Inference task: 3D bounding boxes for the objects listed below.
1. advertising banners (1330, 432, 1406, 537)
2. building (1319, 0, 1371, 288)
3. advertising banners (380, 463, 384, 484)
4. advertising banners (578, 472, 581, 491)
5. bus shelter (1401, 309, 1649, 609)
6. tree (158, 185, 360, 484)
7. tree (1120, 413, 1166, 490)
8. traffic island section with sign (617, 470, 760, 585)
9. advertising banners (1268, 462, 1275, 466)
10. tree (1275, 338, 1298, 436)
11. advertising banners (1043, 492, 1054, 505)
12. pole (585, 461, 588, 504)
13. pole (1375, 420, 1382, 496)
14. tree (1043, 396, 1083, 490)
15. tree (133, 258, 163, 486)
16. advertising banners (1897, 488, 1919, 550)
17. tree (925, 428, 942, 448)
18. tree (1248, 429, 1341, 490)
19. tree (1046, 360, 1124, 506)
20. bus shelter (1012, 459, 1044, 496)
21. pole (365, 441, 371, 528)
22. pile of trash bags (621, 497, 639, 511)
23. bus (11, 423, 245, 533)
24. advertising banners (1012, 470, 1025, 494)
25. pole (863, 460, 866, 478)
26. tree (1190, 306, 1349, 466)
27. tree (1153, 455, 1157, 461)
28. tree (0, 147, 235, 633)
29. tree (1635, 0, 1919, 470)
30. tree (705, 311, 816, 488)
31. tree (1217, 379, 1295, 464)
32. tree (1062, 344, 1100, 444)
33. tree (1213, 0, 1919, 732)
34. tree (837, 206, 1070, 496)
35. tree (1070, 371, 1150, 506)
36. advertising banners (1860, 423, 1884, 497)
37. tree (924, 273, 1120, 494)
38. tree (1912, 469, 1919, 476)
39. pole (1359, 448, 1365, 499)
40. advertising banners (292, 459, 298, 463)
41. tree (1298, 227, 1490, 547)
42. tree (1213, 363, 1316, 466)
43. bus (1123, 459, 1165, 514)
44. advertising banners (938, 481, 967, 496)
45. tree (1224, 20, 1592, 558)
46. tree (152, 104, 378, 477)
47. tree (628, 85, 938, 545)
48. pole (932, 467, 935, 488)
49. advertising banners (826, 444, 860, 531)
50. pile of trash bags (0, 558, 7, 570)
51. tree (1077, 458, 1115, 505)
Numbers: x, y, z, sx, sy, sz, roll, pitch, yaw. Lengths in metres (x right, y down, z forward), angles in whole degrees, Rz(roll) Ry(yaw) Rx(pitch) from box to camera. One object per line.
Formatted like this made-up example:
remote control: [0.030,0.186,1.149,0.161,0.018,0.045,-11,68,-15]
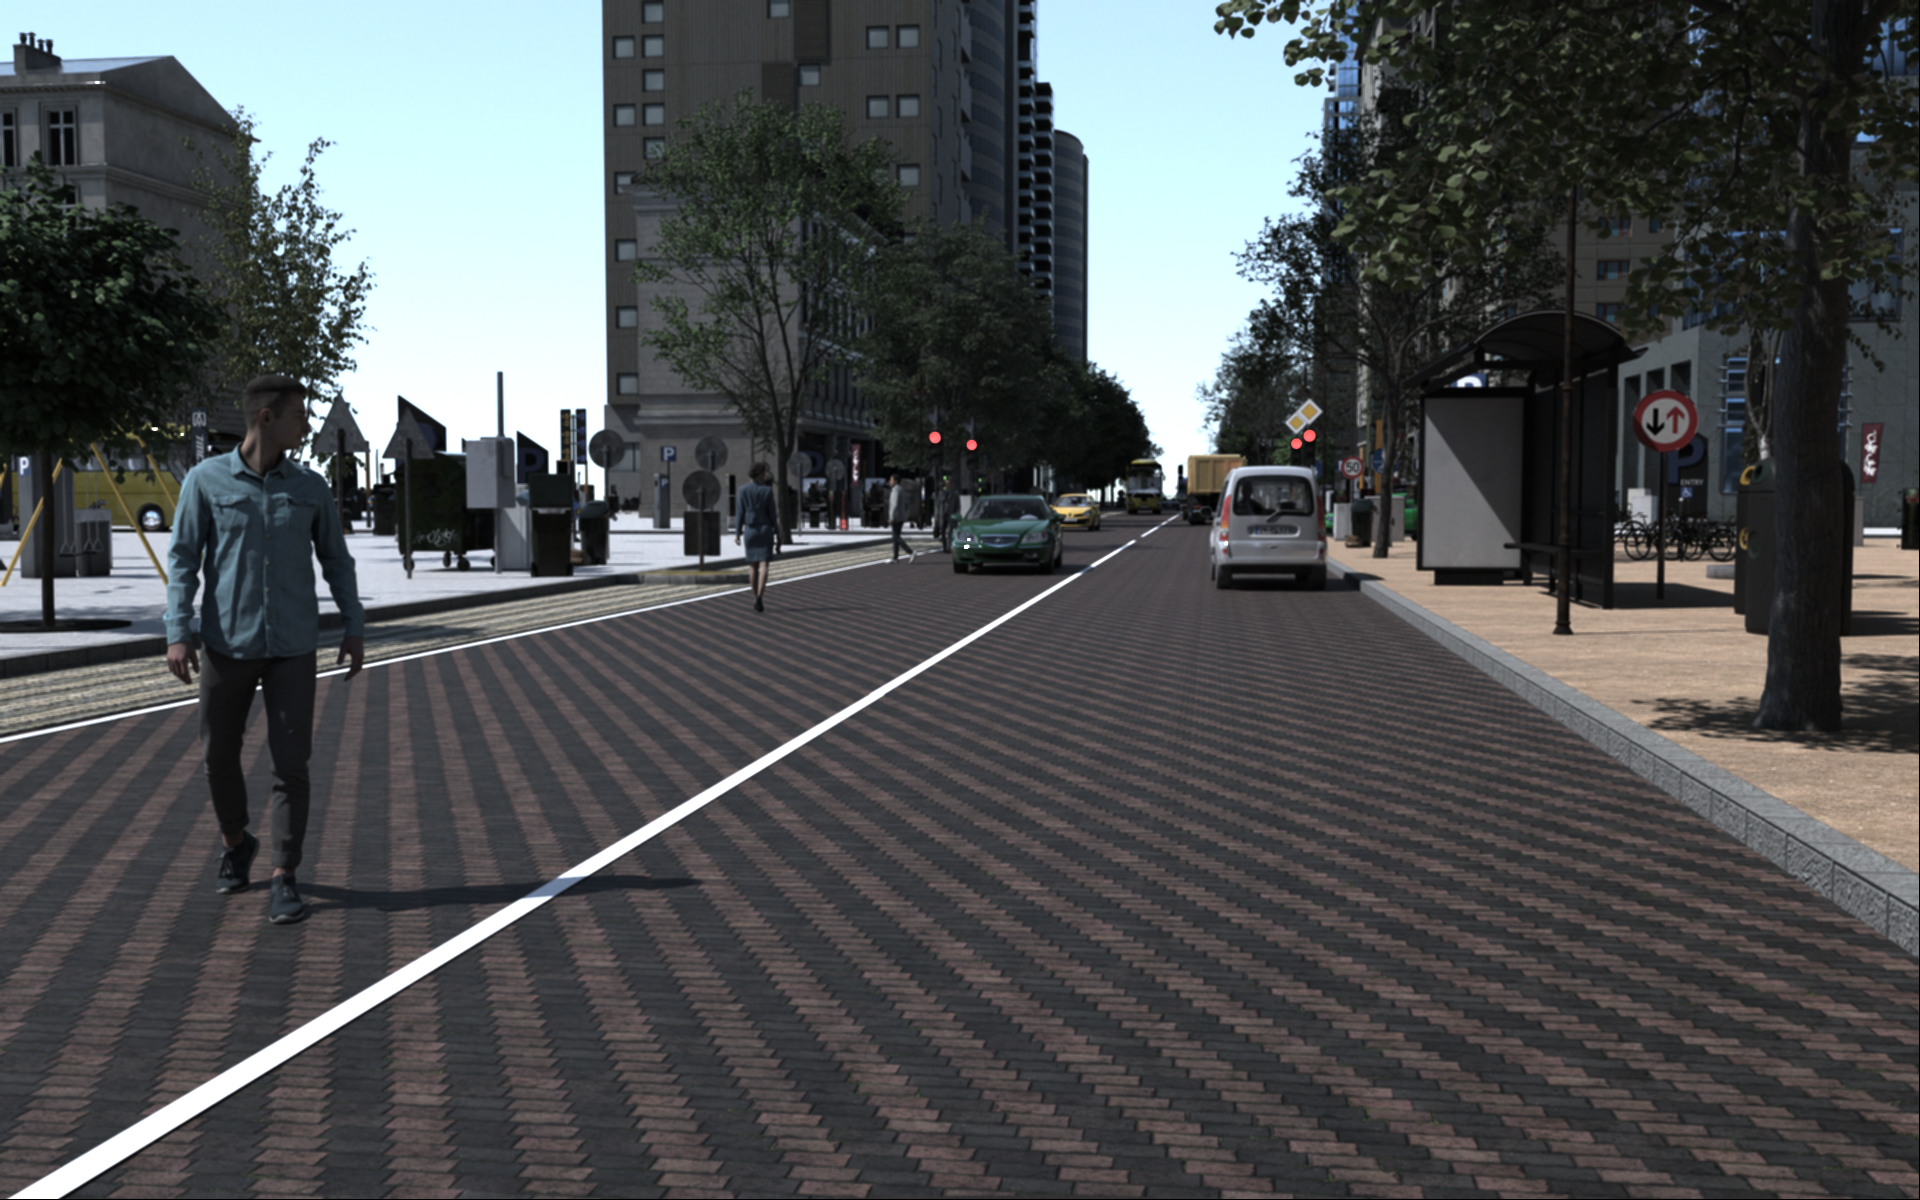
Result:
advertising banners: [11.592,-3.245,49.247,2.074,3.025,0.090,1,4,10]
building: [65.237,-58.570,270.290,22.319,86.520,31.000,1,4,8]
advertising banners: [-31.714,-6.115,96.165,0.090,3.025,2.074,-3,5,-44]
advertising banners: [-29.821,-8.454,134.414,0.090,3.025,2.074,1,4,10]
bus shelter: [6.845,-1.698,21.689,2.014,3.302,5.546,0,4,8]
tree: [-16.119,-5.555,41.191,4.360,8.622,3.978,0,3,0]
tree: [22.682,-19.212,231.118,9.611,12.733,9.660,0,3,0]
traffic island section with sign: [-4.302,-1.190,28.082,1.989,1.847,2.006,1,4,8]
advertising banners: [17.750,-6.024,94.674,2.074,3.025,0.090,-1,4,-18]
tree: [14.663,-7.368,70.830,4.360,8.622,3.978,0,3,0]
advertising banners: [5.954,-7.717,122.354,0.090,3.025,2.074,3,5,42]
pole: [-22.703,-6.817,105.293,0.158,3.312,0.155,0,3,0]
pole: [11.527,-3.295,47.715,0.158,3.312,0.155,0,3,0]
tree: [7.197,-10.761,126.307,4.360,8.622,3.978,0,3,0]
tree: [-22.555,-6.122,50.462,4.360,8.622,3.978,0,3,0]
advertising banners: [22.334,-2.628,39.152,0.090,3.025,2.074,-3,5,-39]
tree: [-0.536,-10.494,121.941,4.737,8.622,4.395,0,3,0]
tree: [16.043,-5.911,80.361,4.285,4.588,4.351,0,3,0]
tree: [11.024,-13.963,146.420,7.486,12.596,7.792,0,3,0]
bus shelter: [3.703,-7.719,103.829,2.179,5.291,8.768,1,4,8]
pole: [-22.630,-4.427,66.222,0.158,3.312,0.155,0,3,0]
pile of trash bags: [-24.317,-7.585,133.769,3.447,1.369,1.912,-2,4,-32]
bus: [-30.747,-4.255,61.114,12.252,3.916,2.896,1,4,10]
advertising banners: [3.498,-6.271,98.725,2.074,3.025,0.090,-2,4,-24]
pole: [-5.649,-6.641,102.417,0.158,3.312,0.155,0,3,0]
tree: [19.921,-12.361,112.469,12.009,13.543,11.850,0,3,0]
tree: [30.439,-20.337,282.869,4.737,8.622,4.395,0,3,0]
tree: [-8.714,-2.002,16.450,4.285,4.588,4.351,0,3,0]
tree: [10.996,-4.443,23.005,4.360,8.622,3.978,0,3,0]
tree: [-7.867,-7.218,68.370,4.360,8.622,3.978,0,3,0]
tree: [28.459,-15.143,164.601,9.611,12.733,9.660,0,3,0]
tree: [5.309,-11.608,115.552,9.928,11.665,9.643,0,3,0]
tree: [5.040,-5.575,9.271,7.486,12.596,7.792,0,3,0]
tree: [-0.289,-10.355,75.958,9.857,13.997,8.962,0,3,0]
tree: [14.683,-16.644,178.782,9.857,13.997,8.962,0,3,0]
advertising banners: [22.006,-2.883,43.327,0.090,3.025,2.074,-3,4,-36]
tree: [2.106,-10.534,89.239,9.611,12.733,9.660,0,3,0]
tree: [35.976,-4.202,63.303,1.663,3.219,1.824,0,3,0]
pole: [17.640,-5.027,76.029,0.158,3.312,0.155,0,3,0]
advertising banners: [-33.172,-5.429,84.954,2.074,3.025,0.090,2,4,27]
tree: [10.665,-5.595,41.835,4.360,8.622,3.978,0,3,0]
tree: [22.120,-12.218,125.518,9.928,11.665,9.643,0,3,0]
bus: [13.430,-8.211,125.799,2.896,3.916,12.252,0,4,7]
advertising banners: [-0.577,-6.331,99.707,2.074,3.025,0.090,-1,4,-16]
tree: [8.719,-6.106,34.240,7.601,10.594,8.767,2,4,32]
tree: [-13.054,-5.058,33.058,4.737,8.622,4.395,0,3,0]
tree: [-4.418,-7.209,43.616,9.928,11.665,9.643,0,3,0]
pole: [-1.958,-8.285,129.300,0.158,3.312,0.155,0,3,0]
advertising banners: [-4.107,-3.968,61.069,0.090,3.025,2.074,-3,4,-38]
pile of trash bags: [-17.745,-1.214,29.595,1.912,1.369,3.447,-3,5,-44]
tree: [12.227,-10.550,156.199,4.285,4.588,4.351,0,3,0]
